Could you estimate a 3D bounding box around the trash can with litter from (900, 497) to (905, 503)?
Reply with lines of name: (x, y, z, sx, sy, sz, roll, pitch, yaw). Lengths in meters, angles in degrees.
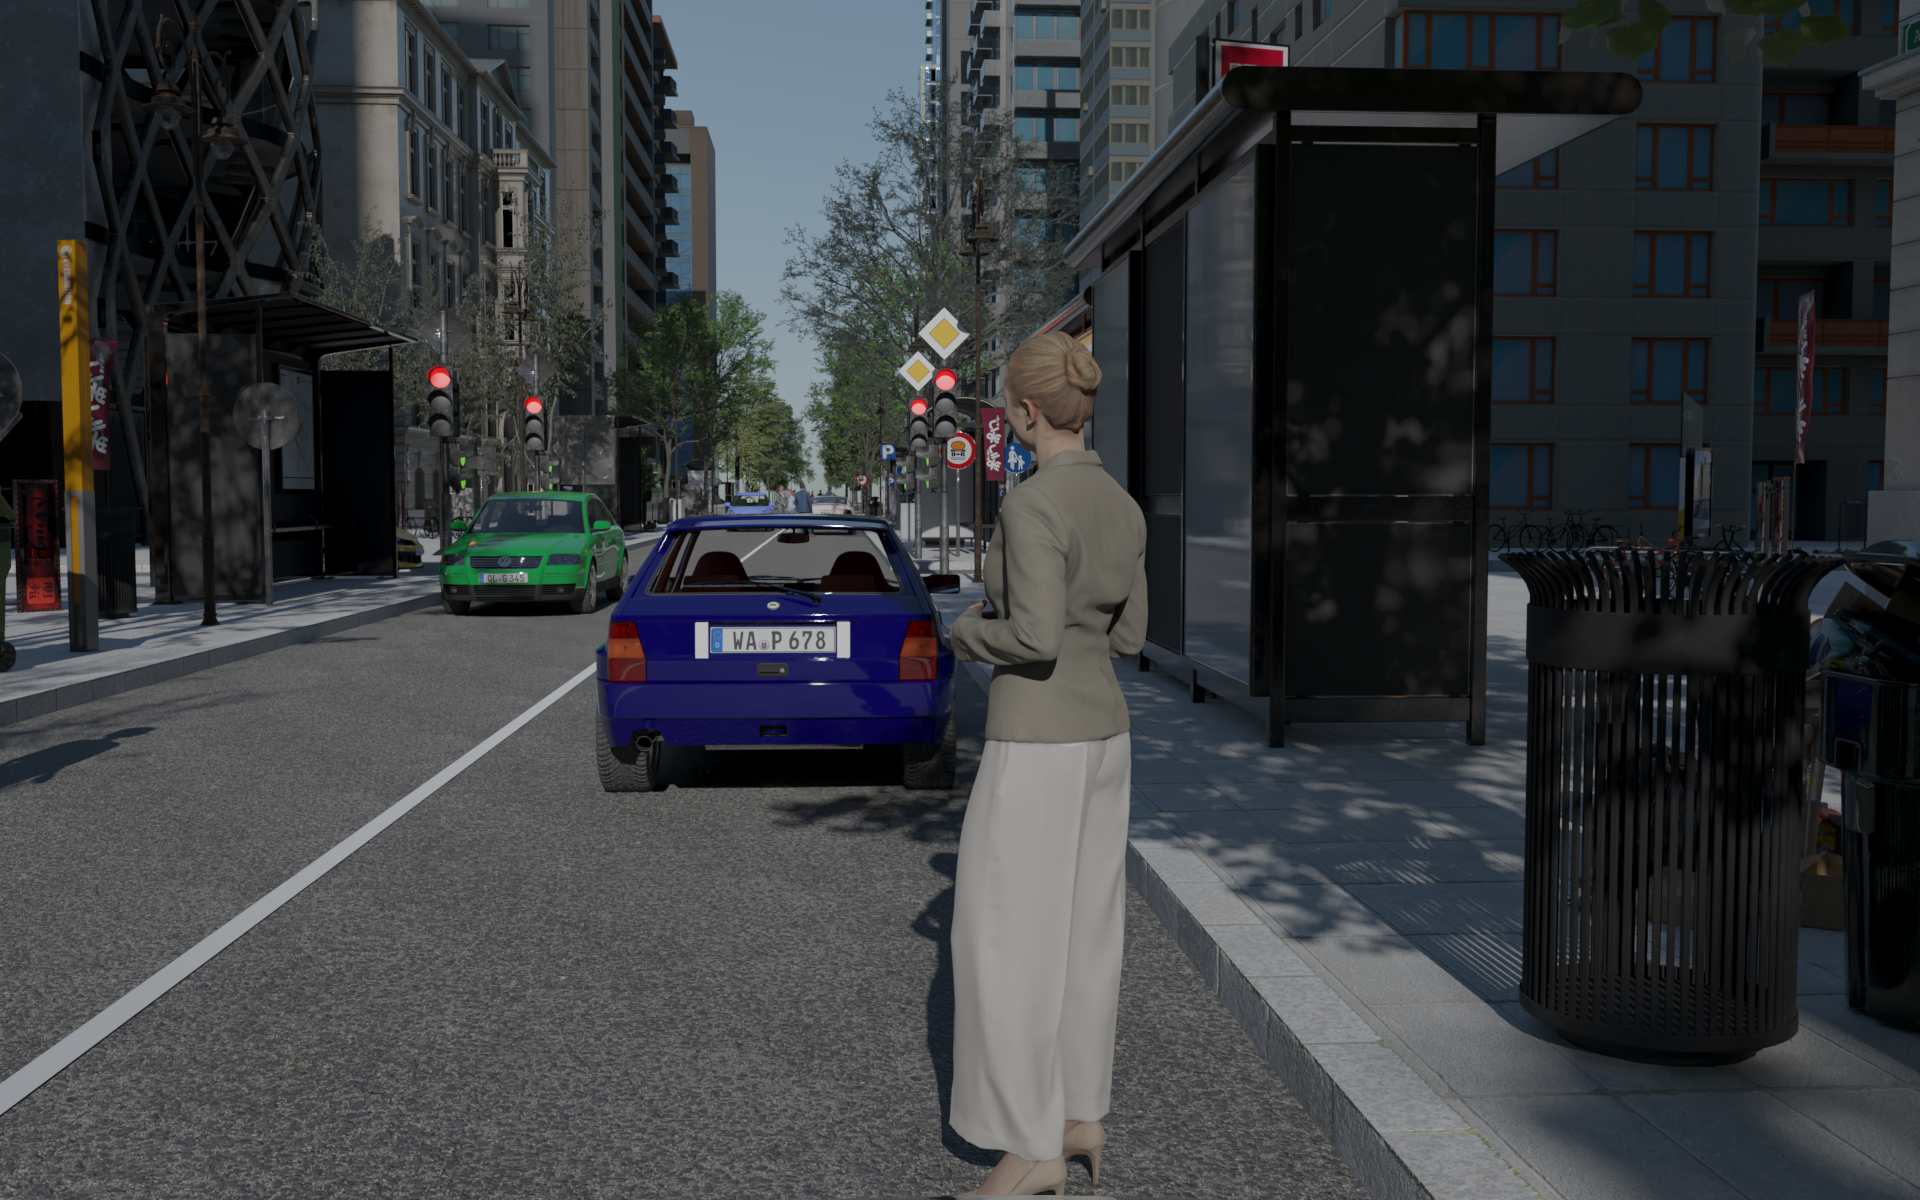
trash can with litter: (-2.362, -3.669, 71.381, 0.624, 1.170, 1.055, 1, 4, 20)

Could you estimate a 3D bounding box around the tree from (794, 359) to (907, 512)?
tree: (-6.965, -12.835, 126.855, 9.611, 12.733, 9.660, 0, 3, 0)

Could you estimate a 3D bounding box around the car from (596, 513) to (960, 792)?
car: (-0.943, 0.176, 9.698, 1.945, 1.354, 3.894, 0, 4, -3)

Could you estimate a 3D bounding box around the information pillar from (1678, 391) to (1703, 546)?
information pillar: (16.624, -2.941, 39.435, 0.504, 3.616, 0.183, 0, 4, -2)

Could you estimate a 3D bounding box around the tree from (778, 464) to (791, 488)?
tree: (-24.998, -17.753, 240.628, 4.360, 8.622, 3.978, 0, 3, 0)

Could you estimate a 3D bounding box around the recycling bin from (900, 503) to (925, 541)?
recycling bin: (-1.204, -2.148, 47.674, 0.722, 1.027, 0.722, 1, 4, 14)

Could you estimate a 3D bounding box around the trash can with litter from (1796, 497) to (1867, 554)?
trash can with litter: (18.789, -1.608, 37.346, 2.233, 1.210, 1.678, 1, 4, 14)

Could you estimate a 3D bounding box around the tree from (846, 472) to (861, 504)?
tree: (-13.806, -15.105, 230.684, 4.285, 4.588, 4.351, 0, 3, 0)

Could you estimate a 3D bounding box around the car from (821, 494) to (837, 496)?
car: (-10.311, -7.612, 136.258, 2.131, 1.459, 4.920, 0, 4, -3)

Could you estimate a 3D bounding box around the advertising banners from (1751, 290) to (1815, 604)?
advertising banners: (7.566, -1.209, 15.961, 0.090, 3.025, 2.074, 1, 4, 14)

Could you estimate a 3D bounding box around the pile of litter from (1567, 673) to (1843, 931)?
pile of litter: (2.757, 0.517, 5.517, 1.719, 0.858, 1.176, 0, 4, 2)

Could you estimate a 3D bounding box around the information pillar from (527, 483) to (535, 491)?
information pillar: (-18.460, -4.298, 74.760, 0.304, 2.012, 0.304, 1, 4, 12)

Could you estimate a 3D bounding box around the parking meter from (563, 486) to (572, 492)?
parking meter: (-12.229, -2.803, 54.232, 0.372, 1.533, 0.369, 0, 3, 0)

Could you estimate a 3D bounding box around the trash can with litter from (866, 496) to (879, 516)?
trash can with litter: (-4.546, -4.698, 88.194, 0.624, 1.170, 1.055, -2, 4, -33)

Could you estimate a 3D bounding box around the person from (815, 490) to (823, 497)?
person: (-12.084, -8.648, 149.914, 1.348, 1.822, 0.705, -1, 4, -17)

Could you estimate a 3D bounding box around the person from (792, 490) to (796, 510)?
person: (-15.363, -9.294, 160.460, 1.348, 1.823, 0.705, -3, 5, -40)

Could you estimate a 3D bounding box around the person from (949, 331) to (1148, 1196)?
person: (0.161, 0.334, 3.582, 0.362, 1.759, 0.519, 2, 4, 33)

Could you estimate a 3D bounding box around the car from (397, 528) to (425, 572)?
car: (-11.124, -1.162, 29.224, 3.980, 1.641, 2.015, 0, 4, -3)

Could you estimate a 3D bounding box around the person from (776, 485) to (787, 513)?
person: (-7.007, -3.683, 68.996, 0.573, 1.790, 0.520, 2, 4, 28)

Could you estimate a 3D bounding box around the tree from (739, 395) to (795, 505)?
tree: (-21.247, -17.326, 200.287, 9.611, 12.733, 9.660, 0, 3, 0)

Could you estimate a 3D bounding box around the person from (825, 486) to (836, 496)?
person: (-6.745, -4.939, 89.244, 0.794, 1.824, 0.713, 1, 4, 13)

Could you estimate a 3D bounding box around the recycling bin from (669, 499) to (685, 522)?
recycling bin: (-14.534, -4.675, 88.995, 0.722, 1.027, 0.722, -1, 4, -9)

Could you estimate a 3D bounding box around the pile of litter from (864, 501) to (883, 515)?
pile of litter: (-5.067, -5.596, 105.464, 1.719, 0.858, 1.176, -1, 4, -17)

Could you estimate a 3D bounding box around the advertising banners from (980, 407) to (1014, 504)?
advertising banners: (1.376, -2.350, 34.615, 2.074, 3.025, 0.090, 1, 4, 22)

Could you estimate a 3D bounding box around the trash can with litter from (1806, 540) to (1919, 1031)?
trash can with litter: (2.655, 0.435, 4.275, 1.055, 1.170, 0.624, 0, 4, -3)

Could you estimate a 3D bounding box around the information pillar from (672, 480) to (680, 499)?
information pillar: (-15.022, -5.327, 91.580, 0.304, 2.012, 0.304, 1, 4, 21)

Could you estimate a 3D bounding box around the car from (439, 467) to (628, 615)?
car: (-5.338, -0.810, 22.035, 1.959, 1.807, 4.718, 0, 4, -3)

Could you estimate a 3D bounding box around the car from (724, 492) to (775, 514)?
car: (-8.045, -3.485, 66.577, 1.945, 1.707, 3.694, 0, 4, -3)

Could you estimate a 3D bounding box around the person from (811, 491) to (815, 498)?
person: (-18.145, -12.527, 213.255, 0.705, 1.831, 1.348, -2, 4, -28)

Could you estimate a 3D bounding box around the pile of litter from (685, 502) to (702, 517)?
pile of litter: (-14.371, -4.928, 94.534, 1.719, 0.858, 1.176, 1, 4, 15)

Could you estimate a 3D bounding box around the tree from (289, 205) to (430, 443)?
tree: (-15.643, -5.781, 44.889, 4.360, 8.622, 3.978, 0, 3, 0)

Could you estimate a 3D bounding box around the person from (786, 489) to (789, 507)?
person: (-14.479, -8.472, 146.892, 0.599, 1.838, 0.709, -2, 4, -24)

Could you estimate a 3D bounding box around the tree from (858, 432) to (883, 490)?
tree: (-7.716, -12.000, 146.564, 4.737, 8.622, 4.395, 0, 3, 0)

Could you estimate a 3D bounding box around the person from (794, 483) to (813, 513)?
person: (-5.232, -3.034, 58.286, 0.721, 1.800, 0.419, 0, 4, 6)

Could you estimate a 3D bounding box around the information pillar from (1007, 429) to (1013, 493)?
information pillar: (1.739, -4.201, 60.041, 0.183, 3.616, 0.504, 1, 4, 21)

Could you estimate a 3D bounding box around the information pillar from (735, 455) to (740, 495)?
information pillar: (-13.232, -6.825, 102.951, 0.183, 3.616, 0.504, -2, 4, -32)

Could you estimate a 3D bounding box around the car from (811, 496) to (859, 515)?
car: (-4.640, -3.030, 61.897, 2.083, 1.381, 4.827, 0, 4, -3)

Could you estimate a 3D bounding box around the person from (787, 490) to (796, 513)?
person: (-6.409, -3.384, 65.637, 0.330, 1.601, 0.589, -2, 4, -27)

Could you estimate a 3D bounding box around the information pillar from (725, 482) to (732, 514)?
information pillar: (-13.867, -6.066, 103.672, 0.304, 2.012, 0.304, -3, 5, -39)

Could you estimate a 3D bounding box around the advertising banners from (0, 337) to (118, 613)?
advertising banners: (-10.050, -1.381, 18.763, 0.090, 3.025, 2.074, 2, 4, 31)

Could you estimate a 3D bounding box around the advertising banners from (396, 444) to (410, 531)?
advertising banners: (-19.170, -3.883, 59.677, 0.090, 3.025, 2.074, 0, 4, -4)
